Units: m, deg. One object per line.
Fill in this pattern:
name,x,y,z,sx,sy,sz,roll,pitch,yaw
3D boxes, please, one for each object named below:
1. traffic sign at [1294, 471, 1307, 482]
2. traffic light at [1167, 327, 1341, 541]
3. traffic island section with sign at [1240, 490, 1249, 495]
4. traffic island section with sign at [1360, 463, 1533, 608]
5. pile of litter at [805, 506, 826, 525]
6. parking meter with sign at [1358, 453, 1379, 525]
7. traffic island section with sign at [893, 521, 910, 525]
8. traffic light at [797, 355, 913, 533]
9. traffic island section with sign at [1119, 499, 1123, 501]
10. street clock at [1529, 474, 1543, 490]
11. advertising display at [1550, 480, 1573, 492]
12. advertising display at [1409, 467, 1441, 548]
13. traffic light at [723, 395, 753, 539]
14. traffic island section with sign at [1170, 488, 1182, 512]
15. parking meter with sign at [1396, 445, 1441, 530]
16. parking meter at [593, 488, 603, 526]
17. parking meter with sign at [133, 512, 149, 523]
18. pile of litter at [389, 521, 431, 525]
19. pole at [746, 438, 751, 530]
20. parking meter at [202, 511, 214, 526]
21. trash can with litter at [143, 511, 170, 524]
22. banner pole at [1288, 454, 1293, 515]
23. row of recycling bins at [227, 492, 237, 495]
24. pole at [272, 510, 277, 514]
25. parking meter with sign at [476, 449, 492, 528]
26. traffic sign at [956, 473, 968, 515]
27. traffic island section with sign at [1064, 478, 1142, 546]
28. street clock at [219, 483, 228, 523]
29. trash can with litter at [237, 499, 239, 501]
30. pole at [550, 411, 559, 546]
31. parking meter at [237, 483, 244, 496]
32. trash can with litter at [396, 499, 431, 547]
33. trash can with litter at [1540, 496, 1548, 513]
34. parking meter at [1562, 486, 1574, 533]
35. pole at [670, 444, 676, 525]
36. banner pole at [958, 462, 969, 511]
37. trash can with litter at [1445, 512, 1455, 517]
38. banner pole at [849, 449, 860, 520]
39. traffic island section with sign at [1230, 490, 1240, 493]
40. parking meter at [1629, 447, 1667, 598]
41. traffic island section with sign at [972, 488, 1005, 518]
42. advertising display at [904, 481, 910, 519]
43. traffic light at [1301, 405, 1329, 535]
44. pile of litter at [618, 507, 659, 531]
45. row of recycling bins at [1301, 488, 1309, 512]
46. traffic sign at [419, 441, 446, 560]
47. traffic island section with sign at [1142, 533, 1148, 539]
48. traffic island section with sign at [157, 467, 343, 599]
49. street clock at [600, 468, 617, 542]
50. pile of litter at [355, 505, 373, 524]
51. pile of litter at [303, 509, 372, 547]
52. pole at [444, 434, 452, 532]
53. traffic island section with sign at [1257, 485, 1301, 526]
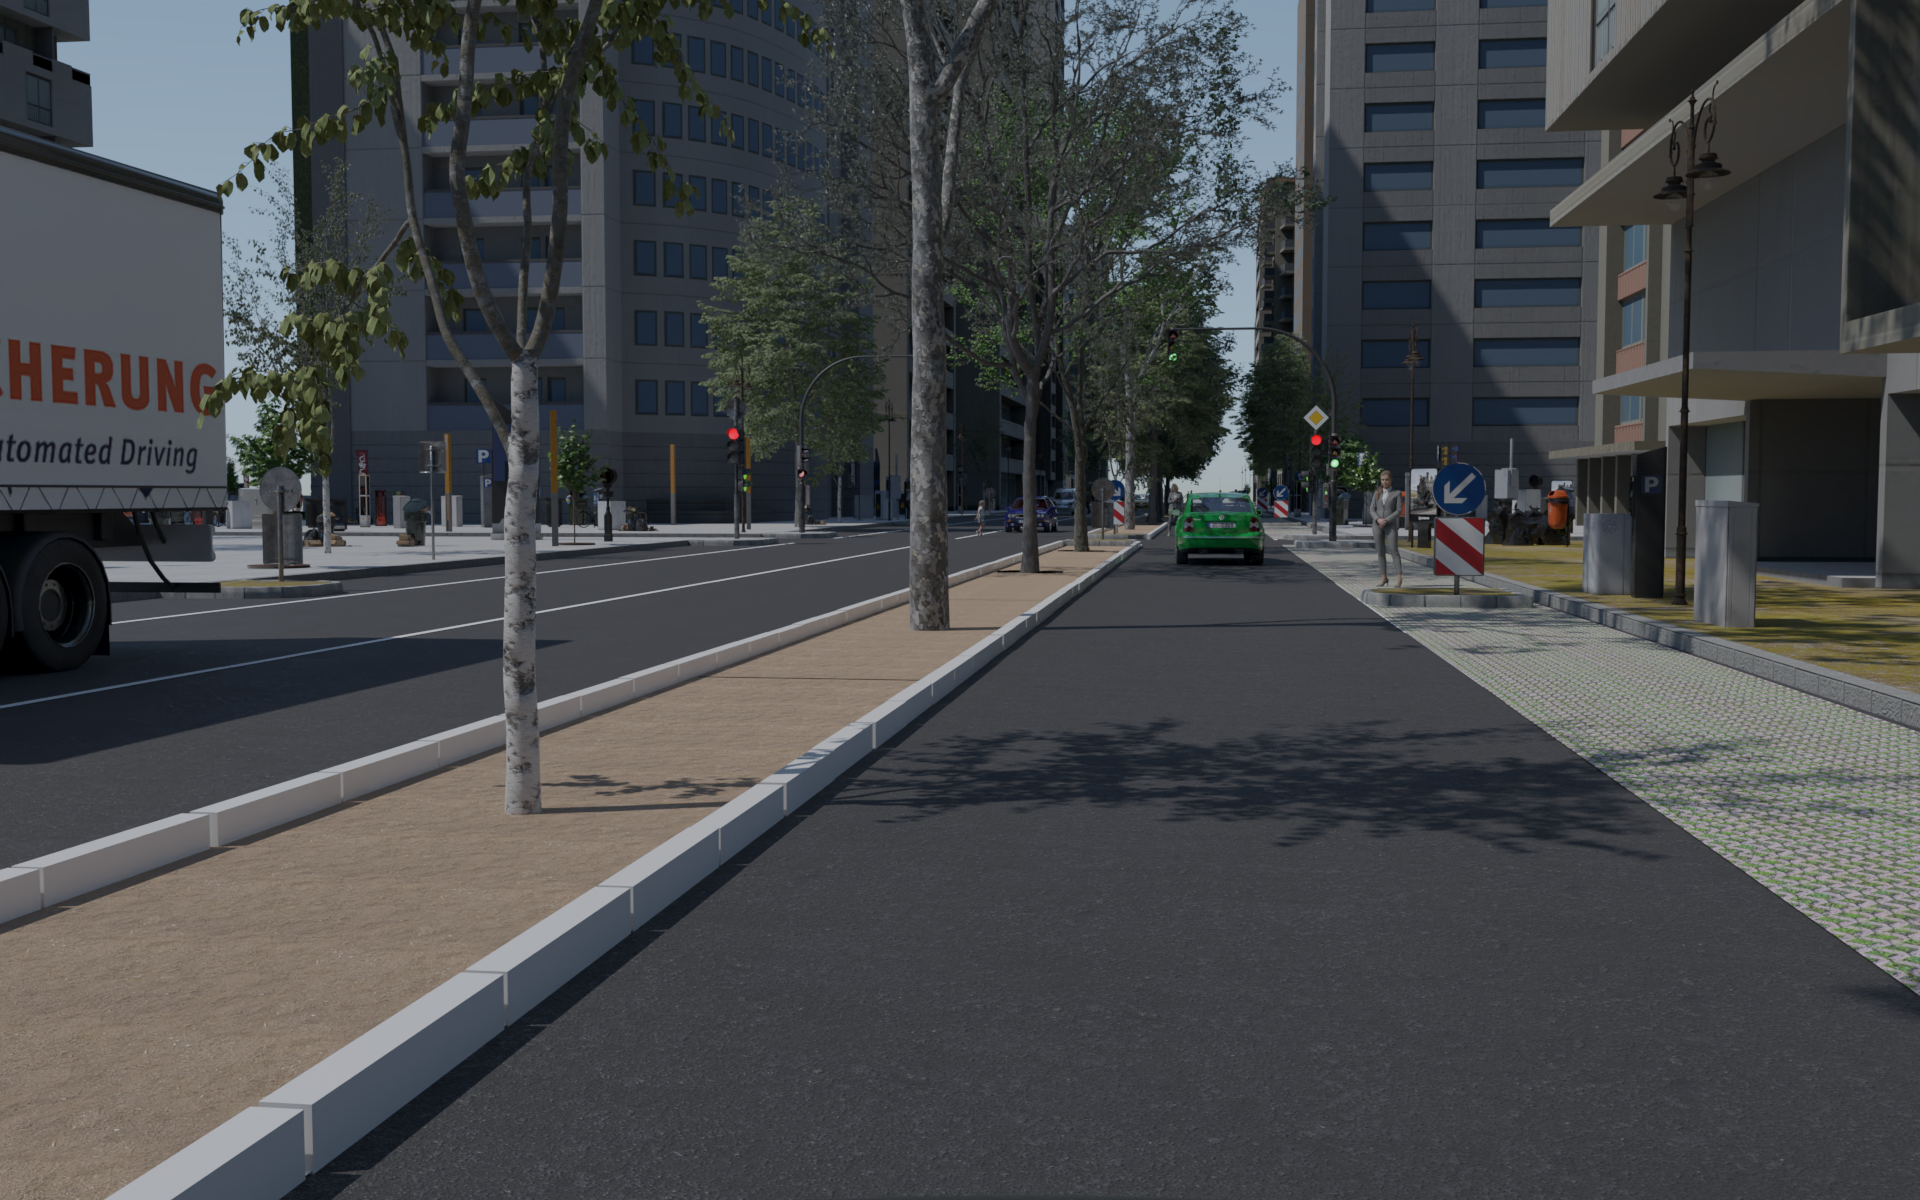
traffic sign,18.956,-5.888,96.369,0.768,2.556,0.104,1,4,12
traffic light,8.015,-4.430,47.106,4.771,5.953,1.251,1,4,8
traffic island section with sign,17.997,-5.823,103.829,1.989,1.847,2.006,1,4,8
traffic island section with sign,6.294,-0.856,22.624,1.989,1.847,2.006,1,4,8
pile of litter,-6.238,-3.594,72.720,1.176,0.858,1.719,-1,4,-17
parking meter with sign,17.452,-4.719,73.412,0.543,3.016,1.738,3,4,37
traffic island section with sign,-1.975,-4.366,80.010,1.989,1.847,2.006,1,4,8
traffic light,-3.124,-5.032,56.935,4.771,5.953,1.251,1,4,8
traffic island section with sign,24.645,-15.664,264.733,1.989,1.847,2.006,1,4,8
street clock,21.272,-3.637,64.028,0.358,2.002,0.471,-2,4,-34
advertising display,27.148,-4.461,78.157,0.974,1.923,0.123,2,4,33
advertising display,10.998,-2.187,40.968,0.123,1.923,0.974,-2,4,-27
traffic light,-6.346,-3.693,49.295,0.839,4.253,0.868,1,4,8
traffic island section with sign,15.709,-7.447,129.895,2.006,1.907,1.989,1,4,8
parking meter with sign,16.197,-4.002,61.689,1.738,3.016,0.543,1,4,12
parking meter,-14.379,-3.698,68.867,0.372,1.533,0.369,0,3,0
parking meter with sign,-35.968,-4.929,76.845,0.543,3.016,1.738,1,4,16
pile of litter,-23.089,-3.579,72.484,1.719,0.858,1.176,0,4,-5
pole,-7.641,-4.205,62.598,0.158,3.312,0.155,0,3,0
parking meter,-27.623,-3.375,63.589,0.372,1.533,0.369,0,3,0
trash can with litter,-21.572,-2.164,46.762,0.624,1.170,1.055,0,4,-3
banner pole,20.676,-7.257,108.672,0.401,3.779,0.863,0,4,-4
row of recycling bins,-47.526,-6.570,114.528,1.069,1.692,3.534,2,4,28
pole,-26.287,-4.434,66.340,0.158,3.312,0.155,0,3,0
parking meter with sign,-18.228,-4.305,66.652,0.543,3.016,1.738,-1,4,-22
traffic sign,0.107,-6.482,106.080,0.768,2.556,0.104,1,4,15
traffic island section with sign,3.934,-2.450,48.190,2.006,1.907,1.989,1,4,8
street clock,-32.682,-4.410,76.666,0.471,2.002,0.358,-3,4,-39
trash can with litter,-36.111,-4.612,86.791,0.624,1.170,1.055,1,4,21
pole,-9.933,-2.971,42.416,0.158,3.312,0.155,0,3,0
parking meter,-37.671,-5.199,90.713,0.255,1.863,0.399,0,4,0
trash can with litter,-13.397,-1.901,42.462,0.624,1.170,1.055,0,4,5
trash can with litter,26.909,-4.274,80.937,2.233,1.210,1.678,3,4,38
parking meter,19.815,-2.940,56.481,0.372,1.533,0.369,0,3,0
pole,-11.797,-4.733,71.228,0.158,3.312,0.155,0,3,0
banner pole,0.247,-8.700,132.268,0.863,3.779,0.401,1,4,17
trash can with litter,17.164,-2.997,60.382,0.624,1.170,1.055,2,4,31
banner pole,-5.086,-5.769,84.348,0.863,3.779,0.401,-3,5,-40
traffic island section with sign,25.144,-8.855,153.401,1.989,1.847,2.006,1,4,8
parking meter,8.488,-0.960,21.399,0.399,1.863,0.255,1,4,10
traffic island section with sign,1.868,-5.998,106.691,1.989,1.847,2.006,1,4,8
advertising display,-2.581,-5.070,88.112,0.123,1.923,0.974,2,4,24
traffic light,11.238,-4.033,54.853,0.839,4.253,0.868,1,4,8
pile of litter,-11.262,-2.813,59.961,1.719,0.858,1.176,2,4,31
row of recycling bins,24.900,-7.236,125.413,1.069,1.692,3.534,1,4,9
traffic sign,-10.271,-1.933,33.730,0.606,2.300,0.079,1,4,18
traffic island section with sign,5.000,-2.898,55.521,2.006,1.907,1.989,1,4,8
traffic island section with sign,-9.956,-0.980,24.645,1.989,1.847,2.006,1,4,8
street clock,-9.483,-2.574,46.657,0.471,2.002,0.358,1,4,9
pile of litter,-25.454,-3.606,72.917,1.176,0.858,1.719,3,4,39
pile of litter,-15.573,-1.739,42.395,1.719,0.858,1.176,1,4,15
pole,-17.393,-3.977,58.865,0.158,3.312,0.155,0,3,0
traffic island section with sign,14.160,-4.191,77.147,1.989,1.847,2.006,1,4,8
